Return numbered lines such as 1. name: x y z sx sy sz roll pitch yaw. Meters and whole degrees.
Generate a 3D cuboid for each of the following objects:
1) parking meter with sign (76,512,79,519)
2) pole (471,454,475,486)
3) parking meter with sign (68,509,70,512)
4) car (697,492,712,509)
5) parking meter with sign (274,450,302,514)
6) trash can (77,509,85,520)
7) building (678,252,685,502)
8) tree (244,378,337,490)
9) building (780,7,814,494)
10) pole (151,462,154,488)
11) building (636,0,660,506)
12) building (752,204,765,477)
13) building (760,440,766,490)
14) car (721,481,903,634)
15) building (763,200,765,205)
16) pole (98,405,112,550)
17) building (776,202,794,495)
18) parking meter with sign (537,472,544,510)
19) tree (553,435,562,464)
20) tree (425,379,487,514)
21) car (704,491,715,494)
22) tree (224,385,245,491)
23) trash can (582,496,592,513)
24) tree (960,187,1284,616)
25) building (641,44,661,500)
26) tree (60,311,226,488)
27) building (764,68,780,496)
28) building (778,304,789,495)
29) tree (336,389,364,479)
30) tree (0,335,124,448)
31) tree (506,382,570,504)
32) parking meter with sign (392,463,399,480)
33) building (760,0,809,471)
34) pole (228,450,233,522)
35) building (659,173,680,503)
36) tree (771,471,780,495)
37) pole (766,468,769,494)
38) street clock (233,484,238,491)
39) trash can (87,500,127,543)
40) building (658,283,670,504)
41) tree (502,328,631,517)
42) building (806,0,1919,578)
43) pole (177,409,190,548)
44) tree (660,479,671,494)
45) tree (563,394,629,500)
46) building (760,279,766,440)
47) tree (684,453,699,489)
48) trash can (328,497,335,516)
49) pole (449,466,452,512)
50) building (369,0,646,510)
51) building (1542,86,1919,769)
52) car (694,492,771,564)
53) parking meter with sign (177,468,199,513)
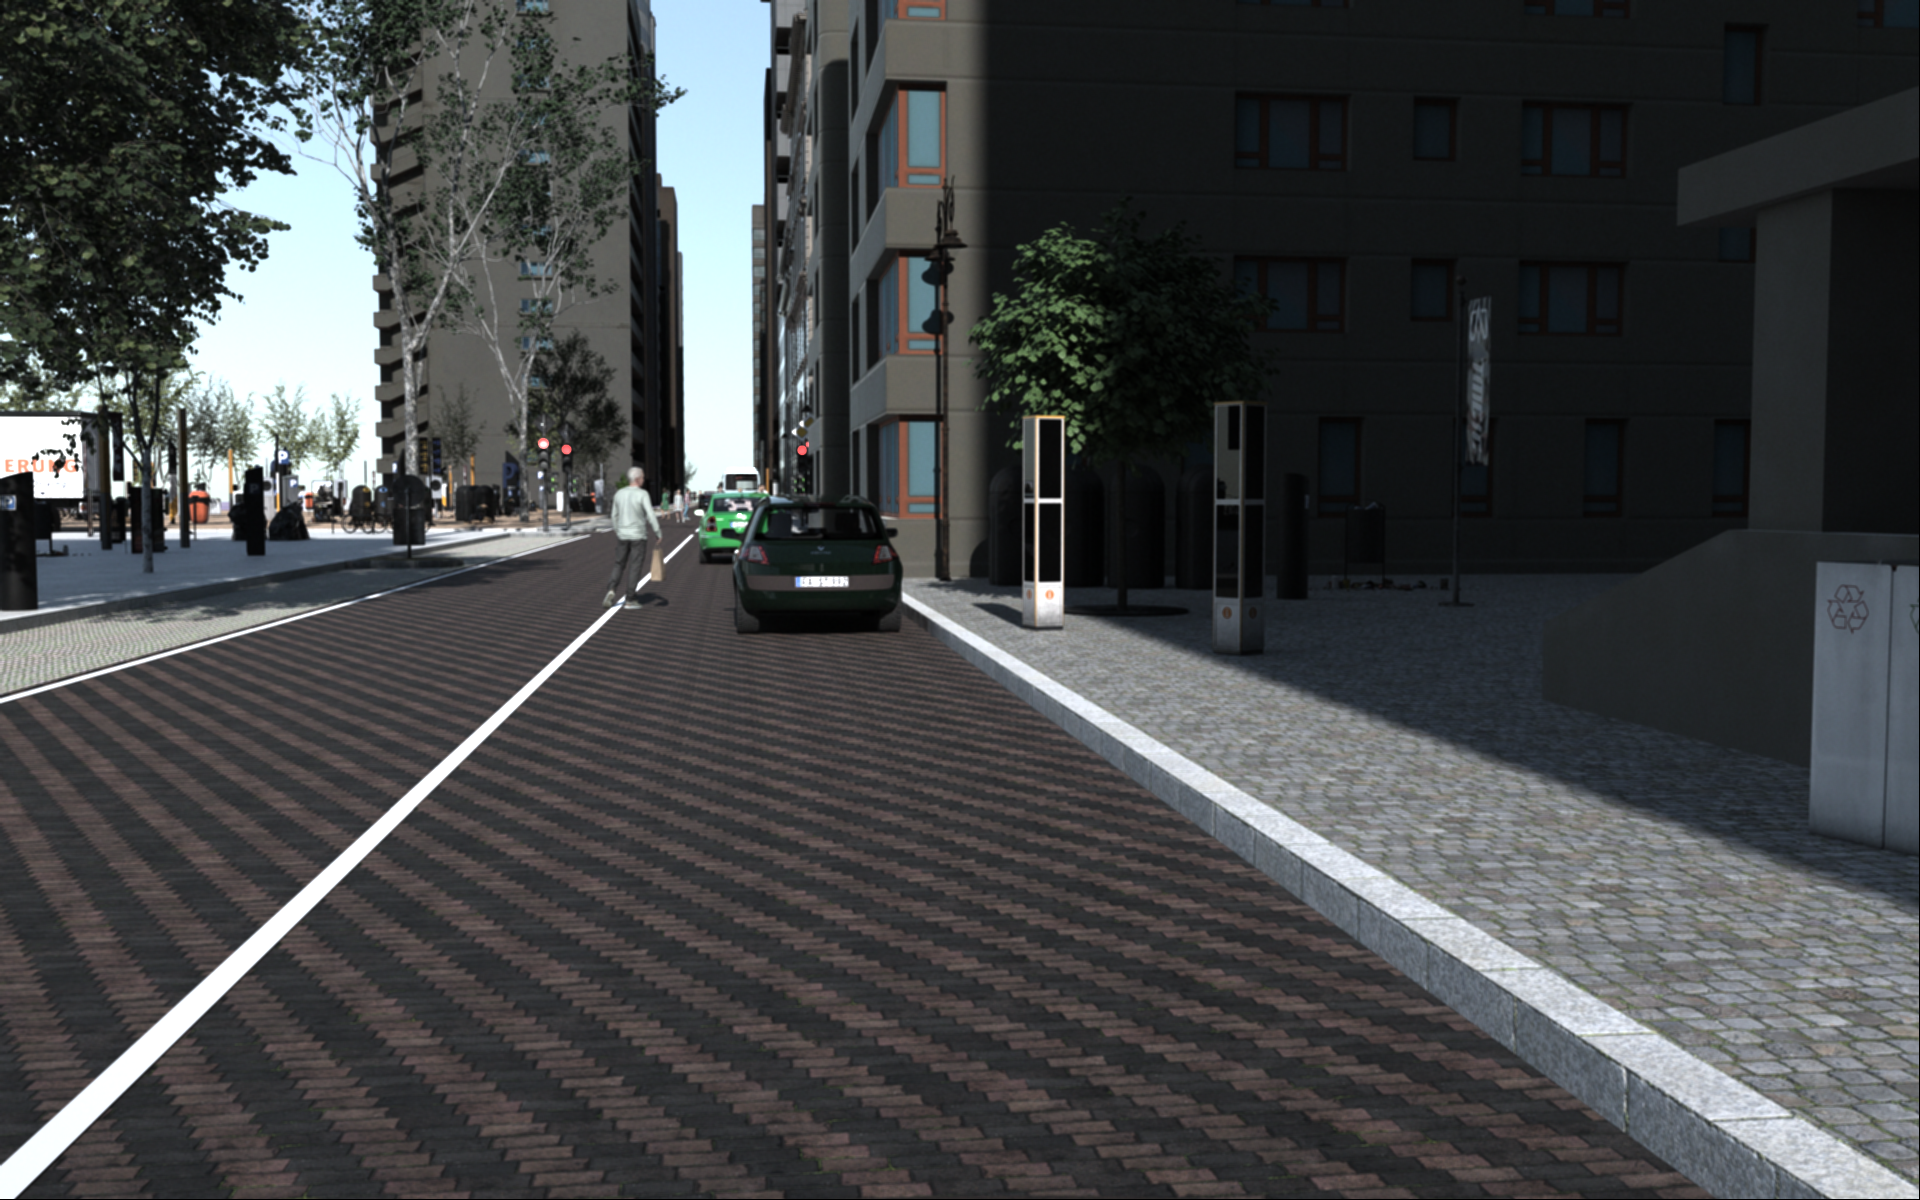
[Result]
1. parking meter with sign: -45.324 -5.688 89.256 0.543 3.016 1.738 -2 4 -24
2. pole: -24.769 -5.764 88.080 0.158 3.312 0.155 0 3 0
3. parking meter with sign: -58.706 -7.292 115.493 0.543 3.016 1.738 1 4 15
4. car: -24.156 -9.542 165.793 2.009 1.686 4.222 -1 4 -9
5. parking meter with sign: -26.549 -4.426 68.622 0.543 3.016 1.738 -3 5 -41
6. trash can: -44.076 -4.612 87.066 0.748 1.137 0.748 0 3 0
7. building: -52.463 -36.673 283.196 14.154 41.232 14.086 0 4 -7
8. tree: -42.649 -9.794 110.493 4.737 8.622 4.395 0 3 0
9. building: -2.734 -17.893 89.821 12.463 27.353 25.104 0 4 -7
10. pole: -51.412 -7.122 110.287 0.158 3.312 0.155 0 3 0
11. building: -44.344 -39.601 189.480 21.231 58.520 28.212 0 4 -7
12. building: -22.514 -34.464 247.082 14.154 41.232 14.086 0 4 -7
13. building: -12.118 -54.386 201.876 22.319 86.520 31.000 0 4 -7
14. car: -1.640 -0.576 19.205 2.009 1.686 4.222 0 4 -8
15. building: -20.614 -39.838 270.966 23.786 49.044 30.456 0 4 -7
16. pole: -19.718 -2.819 39.933 0.158 3.312 0.155 0 3 0
17. building: -5.137 -16.674 114.415 13.314 21.916 24.055 0 4 -7
18. parking meter with sign: -32.354 -8.415 133.851 0.543 3.016 1.738 -1 4 -14
19. tree: -29.407 -11.255 134.375 4.360 8.622 3.978 0 3 0
20. tree: -32.451 -9.837 111.190 4.360 8.622 3.978 0 3 0
21. car: -33.280 -13.570 230.545 2.281 1.827 5.304 0 4 -8
22. tree: -48.754 -10.177 116.748 4.737 8.622 4.395 0 3 0
23. trash can: -24.986 -6.385 116.055 0.748 1.137 0.748 0 3 0
24. tree: 1.734 -2.145 18.791 4.285 4.588 4.351 0 3 0
25. building: -37.437 -31.763 169.431 14.600 45.320 14.200 0 4 -7
26. tree: -31.439 -7.127 66.890 4.737 8.622 4.395 0 3 0
27. building: -13.221 -32.424 180.246 14.600 45.320 14.200 0 4 -7
28. building: -8.635 -17.116 134.602 10.420 20.320 16.860 0 4 -7
29. tree: -43.527 -10.442 121.082 4.737 8.622 4.395 0 3 0
30. tree: -40.190 -7.689 76.077 4.737 8.622 4.395 0 3 0
31. tree: -26.940 -9.880 111.902 4.737 8.622 4.395 0 3 0
32. parking meter with sign: -31.235 -6.239 98.273 1.738 3.016 0.543 -3 5 -45
33. building: -3.659 -34.924 160.240 28.713 52.752 27.495 0 4 -7
34. pole: -33.392 -5.228 79.326 0.158 3.312 0.155 0 3 0
35. building: -46.943 -36.363 244.649 14.600 45.320 14.200 0 4 -7
36. tree: -15.107 -9.176 144.632 1.663 3.219 1.824 0 3 0
37. pole: -15.284 -8.783 137.444 0.158 3.312 0.155 0 3 0
38. street clock: -54.319 -7.662 129.845 0.471 2.002 0.358 0 4 -4
39. trash can: -22.107 -2.050 45.167 0.748 1.137 0.748 0 3 0
40. building: -46.077 -28.024 229.890 14.160 30.474 14.107 0 4 -7
41. tree: -21.717 -9.894 96.174 7.601 10.594 8.767 -3 5 -42
42. building: 10.739 -12.039 41.875 27.650 21.520 28.899 0 4 -7
43. pole: -18.596 -2.913 41.469 0.158 3.312 0.155 0 3 0
44. tree: -36.687 -13.467 214.792 1.663 3.219 1.824 0 3 0
45. tree: -25.442 -10.535 122.615 4.360 8.622 3.978 0 3 0
46. building: -19.861 -28.249 233.565 14.160 30.474 14.107 0 4 -7
47. tree: -47.368 -21.234 297.532 4.360 8.622 3.978 0 3 0
48. trash can: -36.173 -5.364 99.361 0.748 1.137 0.748 0 3 0
49. pole: -36.770 -8.024 125.036 0.158 3.312 0.155 0 3 0
50. building: -38.898 -32.214 150.408 21.300 48.544 21.600 0 4 -7
51. building: 20.486 -19.136 4.748 32.217 40.220 23.993 0 4 -7
52. car: -4.693 -1.726 37.022 1.959 1.807 4.718 -1 4 -9
53. parking meter with sign: -52.409 -7.395 117.176 1.738 3.016 0.543 -2 4 -30
